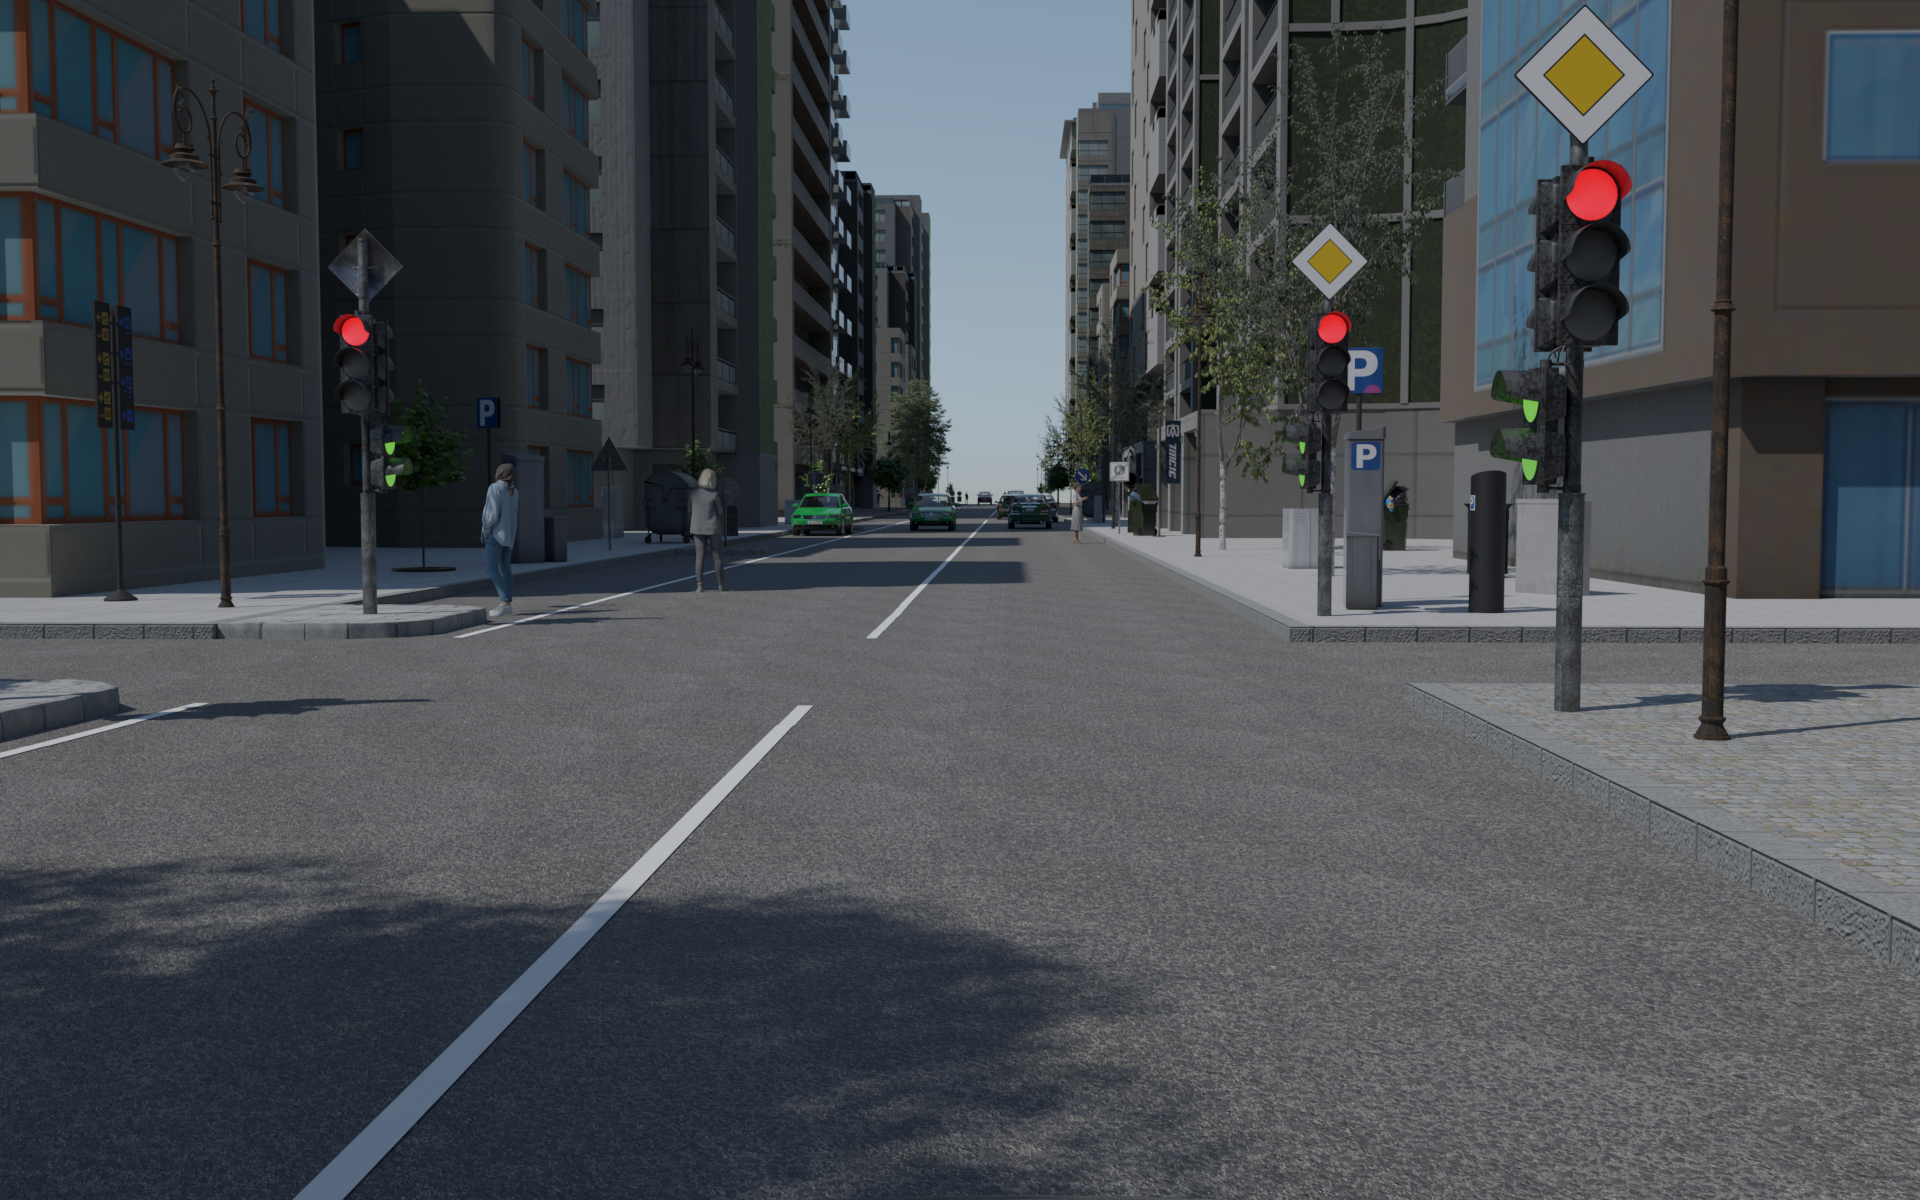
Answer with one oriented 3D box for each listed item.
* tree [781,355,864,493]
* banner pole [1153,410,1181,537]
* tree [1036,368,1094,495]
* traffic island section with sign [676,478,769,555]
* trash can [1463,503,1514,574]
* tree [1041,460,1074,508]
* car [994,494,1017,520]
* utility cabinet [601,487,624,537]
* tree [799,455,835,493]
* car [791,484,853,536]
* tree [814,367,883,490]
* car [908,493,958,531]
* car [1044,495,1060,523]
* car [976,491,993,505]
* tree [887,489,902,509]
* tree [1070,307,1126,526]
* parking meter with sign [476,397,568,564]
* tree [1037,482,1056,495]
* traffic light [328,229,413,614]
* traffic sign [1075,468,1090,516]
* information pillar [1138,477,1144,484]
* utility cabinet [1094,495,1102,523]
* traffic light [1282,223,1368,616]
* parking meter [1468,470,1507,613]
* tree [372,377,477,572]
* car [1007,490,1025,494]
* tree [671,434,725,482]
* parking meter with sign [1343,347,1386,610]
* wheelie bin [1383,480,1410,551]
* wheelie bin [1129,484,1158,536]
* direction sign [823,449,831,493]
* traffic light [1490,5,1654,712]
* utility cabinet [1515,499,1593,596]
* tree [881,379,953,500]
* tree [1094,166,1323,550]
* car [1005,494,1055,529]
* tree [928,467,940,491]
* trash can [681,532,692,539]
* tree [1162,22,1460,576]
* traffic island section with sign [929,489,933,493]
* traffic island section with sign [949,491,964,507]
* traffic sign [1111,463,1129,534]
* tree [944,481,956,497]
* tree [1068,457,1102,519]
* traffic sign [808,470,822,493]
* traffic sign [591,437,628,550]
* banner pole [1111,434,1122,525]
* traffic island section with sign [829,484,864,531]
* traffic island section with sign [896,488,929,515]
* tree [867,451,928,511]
[{"bbox_3d":[-7.132,-8.586,90.743,4.360,8.622,3.978,0,3,0],"label":"tree"},{"bbox_3d":[6.205,-3.780,51.818,0.863,3.779,0.401,0,4,-2],"label":"banner pole"},{"bbox_3d":[7.431,-9.160,100.123,4.737,8.622,4.395,0,3,0],"label":"tree"},{"bbox_3d":[-5.630,-2.007,41.436,1.989,1.847,2.006,0,4,2],"label":"traffic island section with sign"},{"bbox_3d":[8.095,-0.912,26.560,0.748,1.137,0.748,0,3,0],"label":"trash can"},{"bbox_3d":[9.031,-10.791,160.145,4.285,4.588,4.351,0,3,0],"label":"tree"},{"bbox_3d":[2.947,-5.391,97.931,2.009,1.686,4.222,0,4,2],"label":"car"},{"bbox_3d":[-10.243,-2.587,50.972,0.318,1.500,1.173,-2,4,-30],"label":"utility cabinet"},{"bbox_3d":[-6.787,-5.508,84.654,1.663,3.219,1.824,0,3,0],"label":"tree"},{"bbox_3d":[-4.807,-3.178,60.748,1.959,1.807,4.718,0,4,3],"label":"car"},{"bbox_3d":[-6.503,-9.074,98.727,4.737,8.622,4.395,0,3,0],"label":"tree"},{"bbox_3d":[-1.064,-3.675,68.882,1.959,1.807,4.718,0,4,1],"label":"car"},{"bbox_3d":[4.115,-4.673,88.405,2.014,1.417,4.499,0,4,1],"label":"car"},{"bbox_3d":[3.362,-13.835,234.879,2.281,1.827,5.304,0,4,1],"label":"car"},{"bbox_3d":[-5.398,-9.404,148.352,1.663,3.219,1.824,0,3,0],"label":"tree"},{"bbox_3d":[6.513,-7.256,68.995,4.360,8.622,3.978,0,3,0],"label":"tree"},{"bbox_3d":[-8.062,-2.190,32.074,0.543,3.016,1.738,2,4,34],"label":"parking meter with sign"},{"bbox_3d":[12.010,-14.701,234.956,1.663,3.219,1.824,0,3,0],"label":"tree"},{"bbox_3d":[-6.291,-1.803,18.406,0.839,4.253,0.868,0,4,2],"label":"traffic light"},{"bbox_3d":[6.082,-5.256,86.041,0.768,2.556,0.104,0,4,3],"label":"traffic sign"},{"bbox_3d":[7.806,-4.316,75.056,0.304,2.012,0.304,0,4,4],"label":"information pillar"},{"bbox_3d":[6.116,-4.014,76.792,0.306,1.237,1.020,1,4,10],"label":"utility cabinet"},{"bbox_3d":[3.816,-1.786,18.116,0.839,4.253,0.868,0,4,2],"label":"traffic light"},{"bbox_3d":[5.705,-0.631,18.734,0.372,1.533,0.369,0,3,0],"label":"parking meter"},{"bbox_3d":[-9.034,-2.087,28.717,1.663,3.219,1.824,0,3,0],"label":"tree"},{"bbox_3d":[5.208,-9.381,162.047,2.281,1.827,5.304,0,4,1],"label":"car"},{"bbox_3d":[-8.592,-3.759,56.059,1.663,3.219,1.824,0,3,0],"label":"tree"},{"bbox_3d":[4.614,-1.445,19.884,0.543,3.016,1.738,1,4,10],"label":"parking meter with sign"},{"bbox_3d":[9.843,-1.921,39.317,0.693,1.594,0.980,0,4,4],"label":"wheelie bin"},{"bbox_3d":[5.637,-2.775,53.276,0.980,1.594,0.693,-2,4,-27],"label":"wheelie bin"},{"bbox_3d":[-6.728,-5.847,87.593,0.379,3.537,0.876,1,4,18],"label":"direction sign"},{"bbox_3d":[3.574,-1.297,10.135,0.839,4.253,0.868,0,4,2],"label":"traffic light"},{"bbox_3d":[7.598,-0.674,22.182,0.306,1.237,1.020,-2,4,-26],"label":"utility cabinet"},{"bbox_3d":[-4.007,-15.413,170.134,7.486,12.596,7.792,0,3,0],"label":"tree"},{"bbox_3d":[6.272,-5.456,39.560,4.737,8.622,4.395,0,3,0],"label":"tree"},{"bbox_3d":[2.944,-3.726,72.713,2.131,1.459,4.920,0,4,3],"label":"car"},{"bbox_3d":[-3.731,-12.675,190.944,4.285,4.588,4.351,0,3,0],"label":"tree"},{"bbox_3d":[-7.768,-2.350,50.078,0.748,1.137,0.748,0,3,0],"label":"trash can"},{"bbox_3d":[5.606,-4.689,27.035,4.360,8.622,3.978,0,3,0],"label":"tree"},{"bbox_3d":[-2.492,-8.344,145.050,1.989,1.847,2.006,0,4,2],"label":"traffic island section with sign"},{"bbox_3d":[-0.816,-11.739,200.562,1.989,1.847,2.006,0,4,2],"label":"traffic island section with sign"},{"bbox_3d":[5.141,-3.284,55.827,0.606,2.300,0.079,0,4,8],"label":"traffic sign"},{"bbox_3d":[-1.290,-15.669,250.789,1.663,3.219,1.824,0,3,0],"label":"tree"},{"bbox_3d":[6.451,-5.857,90.368,1.663,3.219,1.824,0,3,0],"label":"tree"},{"bbox_3d":[-6.287,-4.462,75.088,0.606,2.300,0.079,0,4,4],"label":"traffic sign"},{"bbox_3d":[-7.998,-2.416,39.512,0.884,2.594,0.081,0,4,6],"label":"traffic sign"},{"bbox_3d":[6.559,-4.999,71.750,0.401,3.779,0.863,2,4,30],"label":"banner pole"},{"bbox_3d":[-4.825,-3.655,68.380,1.989,1.847,2.006,0,4,2],"label":"traffic island section with sign"},{"bbox_3d":[-3.321,-6.696,118.108,1.989,1.847,2.006,0,4,2],"label":"traffic island section with sign"},{"bbox_3d":[-5.377,-9.019,131.168,4.285,4.588,4.351,0,3,0],"label":"tree"}]
